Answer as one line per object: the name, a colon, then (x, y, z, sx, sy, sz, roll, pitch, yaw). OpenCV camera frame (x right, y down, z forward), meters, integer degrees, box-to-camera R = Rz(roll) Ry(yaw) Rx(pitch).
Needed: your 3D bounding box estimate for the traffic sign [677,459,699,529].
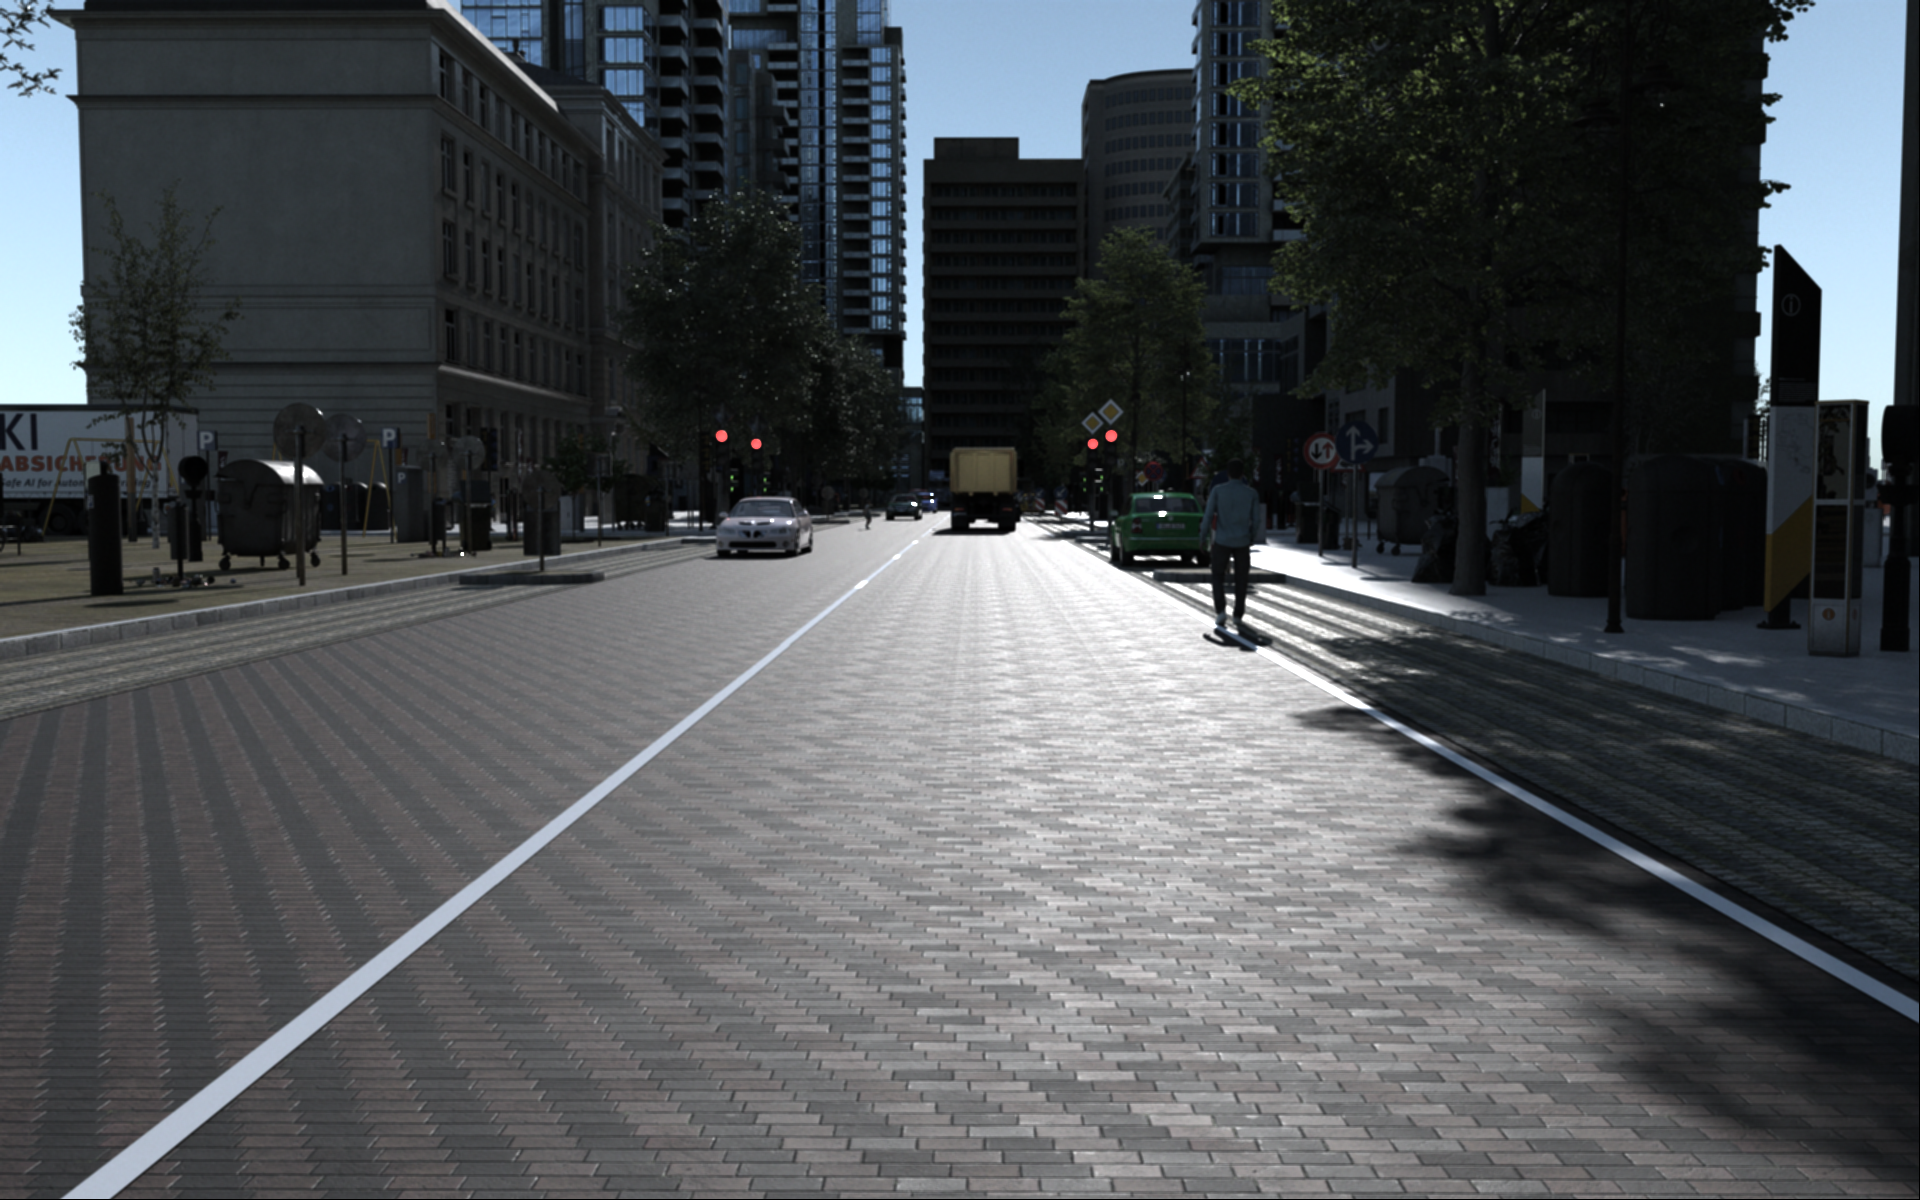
traffic sign: (-10.000, -3.904, 63.830, 0.884, 2.594, 0.081, 0, 4, 4)

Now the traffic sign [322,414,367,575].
traffic sign: (-9.792, -1.674, 27.482, 0.768, 2.556, 0.104, 0, 4, 3)

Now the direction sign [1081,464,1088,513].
direction sign: (8.780, -7.816, 119.781, 0.876, 3.537, 0.379, 2, 4, 32)

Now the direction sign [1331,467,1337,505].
direction sign: (16.101, -5.050, 74.568, 0.379, 3.537, 0.876, 0, 4, -4)

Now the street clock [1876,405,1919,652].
street clock: (7.658, -0.585, 14.130, 0.358, 2.002, 0.471, 3, 4, 37)

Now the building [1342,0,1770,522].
building: (24.915, -18.564, 75.217, 14.107, 30.474, 14.160, 0, 4, 1)

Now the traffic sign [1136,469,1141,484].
traffic sign: (9.035, -5.431, 88.896, 0.768, 2.556, 0.104, 1, 4, 8)

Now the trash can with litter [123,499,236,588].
trash can with litter: (-11.159, -0.822, 24.493, 1.678, 1.210, 2.233, -1, 4, -23)

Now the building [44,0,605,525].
building: (-28.584, -15.399, 85.050, 16.112, 22.955, 30.059, 0, 4, 1)

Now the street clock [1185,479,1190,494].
street clock: (10.675, -4.717, 81.694, 0.358, 2.002, 0.471, 0, 4, 1)

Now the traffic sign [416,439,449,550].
traffic sign: (-12.191, -2.441, 40.011, 0.768, 2.556, 0.104, 0, 4, 4)

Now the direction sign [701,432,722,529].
direction sign: (-9.032, -4.363, 63.328, 0.876, 3.537, 0.379, -1, 4, -15)

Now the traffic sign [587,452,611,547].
traffic sign: (-8.798, -2.453, 42.230, 0.606, 2.300, 0.079, 0, 4, 5)

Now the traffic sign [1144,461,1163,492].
traffic sign: (7.545, -4.128, 67.600, 0.768, 2.556, 0.104, 1, 4, 9)

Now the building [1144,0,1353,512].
building: (29.641, -51.667, 157.419, 22.319, 86.520, 31.000, 0, 4, 1)

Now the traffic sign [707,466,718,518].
traffic sign: (-11.211, -4.836, 79.167, 0.768, 2.556, 0.104, 1, 4, 9)

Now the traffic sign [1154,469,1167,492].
traffic sign: (9.402, -5.012, 82.051, 0.768, 2.556, 0.104, 0, 4, 7)

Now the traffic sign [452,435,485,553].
traffic sign: (-10.639, -2.286, 37.488, 0.768, 2.556, 0.104, 1, 4, 9)

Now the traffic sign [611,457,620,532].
traffic sign: (-11.812, -3.599, 58.950, 0.768, 2.556, 0.104, 0, 4, 6)

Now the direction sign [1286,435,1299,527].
direction sign: (12.870, -4.596, 67.149, 0.379, 3.537, 0.876, -1, 4, -21)

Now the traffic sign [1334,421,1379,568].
traffic sign: (6.875, -1.835, 30.110, 0.768, 2.556, 0.104, 0, 4, 1)

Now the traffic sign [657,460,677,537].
traffic sign: (-8.790, -3.050, 51.996, 0.606, 2.300, 0.079, 1, 4, 10)

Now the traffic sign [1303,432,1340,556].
traffic sign: (7.446, -2.176, 35.676, 0.768, 2.556, 0.104, 0, 4, 7)

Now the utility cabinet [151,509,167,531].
utility cabinet: (-27.212, -3.121, 59.711, 1.173, 1.500, 0.318, -3, 4, -38)

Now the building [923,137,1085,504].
building: (5.835, -37.590, 238.290, 21.600, 48.544, 21.300, 0, 4, 1)

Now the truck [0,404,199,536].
truck: (-30.345, -4.053, 55.178, 11.283, 4.237, 2.839, 0, 4, -1)

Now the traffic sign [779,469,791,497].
traffic sign: (-9.114, -5.470, 89.544, 0.768, 2.556, 0.104, 0, 4, 5)

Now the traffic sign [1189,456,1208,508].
traffic sign: (8.336, -3.656, 59.772, 0.884, 2.594, 0.081, 1, 4, 10)

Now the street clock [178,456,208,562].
street clock: (-14.555, -1.734, 32.919, 0.358, 2.002, 0.471, 3, 5, 39)

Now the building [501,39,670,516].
building: (-26.702, -19.816, 109.899, 13.634, 28.700, 20.117, 0, 4, 1)

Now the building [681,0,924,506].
building: (-20.457, -56.599, 238.072, 31.000, 86.520, 22.319, 0, 4, 1)

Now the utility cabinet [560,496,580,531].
utility cabinet: (-13.826, -3.070, 61.355, 0.306, 1.237, 1.020, -3, 4, -38)

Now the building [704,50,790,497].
building: (-34.105, -34.741, 187.628, 30.456, 49.044, 23.786, 0, 4, 1)

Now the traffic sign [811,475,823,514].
traffic sign: (-9.041, -6.689, 109.468, 0.768, 2.556, 0.104, 1, 4, 9)

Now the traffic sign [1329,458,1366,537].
traffic sign: (9.422, -2.576, 42.123, 0.884, 2.594, 0.081, 0, 4, 5)

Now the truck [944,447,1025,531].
truck: (0.980, -4.576, 70.747, 3.469, 3.379, 9.791, 0, 4, 1)

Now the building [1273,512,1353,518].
building: (29.986, -48.428, 104.461, 22.319, 86.520, 31.000, 0, 4, 1)

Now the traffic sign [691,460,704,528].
traffic sign: (-10.115, -4.002, 65.436, 0.884, 2.594, 0.081, 0, 4, 2)

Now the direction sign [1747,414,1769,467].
direction sign: (22.844, -3.507, 49.330, 0.876, 3.537, 0.379, 0, 4, 4)

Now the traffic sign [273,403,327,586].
traffic sign: (-9.229, -1.475, 24.229, 0.768, 2.556, 0.104, 0, 4, 4)

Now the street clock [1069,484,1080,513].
street clock: (7.998, -7.004, 119.084, 0.471, 2.002, 0.358, -2, 4, -33)

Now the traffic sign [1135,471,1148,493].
traffic sign: (8.858, -5.086, 84.348, 0.795, 2.450, 0.064, 0, 4, 6)

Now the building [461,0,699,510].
building: (-30.778, -51.133, 148.697, 22.319, 86.520, 31.000, 0, 4, 1)

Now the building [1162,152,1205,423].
building: (35.266, -30.258, 186.604, 32.217, 40.220, 23.993, 0, 4, 1)

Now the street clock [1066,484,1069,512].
street clock: (7.682, -7.123, 121.027, 0.471, 2.002, 0.358, -1, 4, -8)

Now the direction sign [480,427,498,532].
direction sign: (-16.121, -4.118, 59.328, 0.379, 3.537, 0.876, 1, 4, 22)

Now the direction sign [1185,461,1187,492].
direction sign: (14.177, -7.145, 108.815, 0.379, 3.537, 0.876, 1, 4, 14)

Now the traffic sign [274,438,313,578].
traffic sign: (-10.147, -1.616, 26.522, 0.768, 2.556, 0.104, 0, 4, 7)

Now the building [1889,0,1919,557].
building: (29.975, -24.493, 24.159, 21.300, 48.544, 21.600, 0, 4, 1)

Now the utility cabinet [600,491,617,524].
utility cabinet: (-14.943, -3.963, 73.471, 0.318, 1.500, 1.173, 1, 4, 15)

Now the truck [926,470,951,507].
truck: (-2.395, -12.917, 200.949, 2.967, 4.110, 18.799, 0, 4, -1)

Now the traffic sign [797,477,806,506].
traffic sign: (-11.637, -7.755, 126.804, 0.884, 2.594, 0.081, 0, 4, 1)
